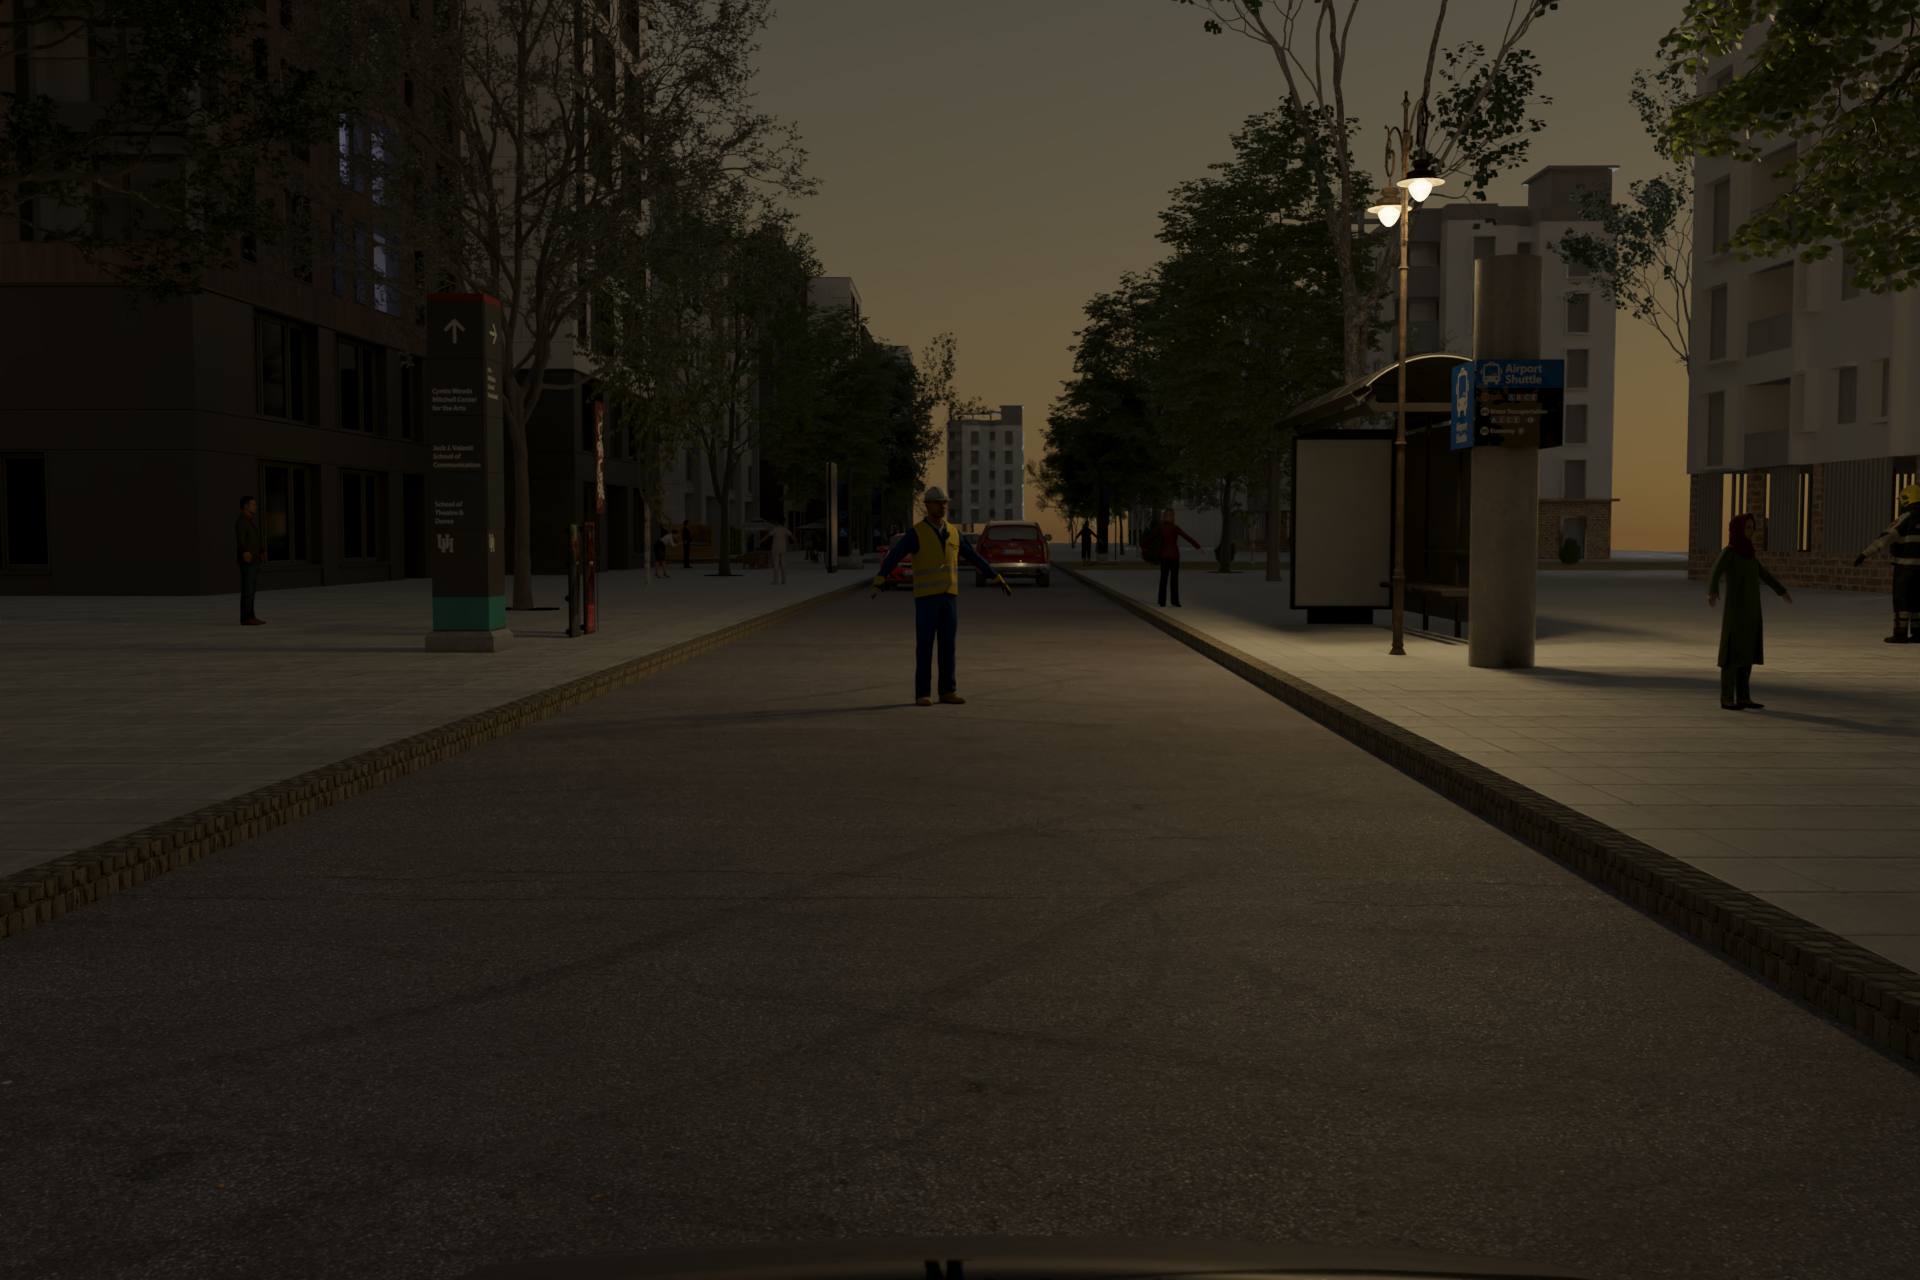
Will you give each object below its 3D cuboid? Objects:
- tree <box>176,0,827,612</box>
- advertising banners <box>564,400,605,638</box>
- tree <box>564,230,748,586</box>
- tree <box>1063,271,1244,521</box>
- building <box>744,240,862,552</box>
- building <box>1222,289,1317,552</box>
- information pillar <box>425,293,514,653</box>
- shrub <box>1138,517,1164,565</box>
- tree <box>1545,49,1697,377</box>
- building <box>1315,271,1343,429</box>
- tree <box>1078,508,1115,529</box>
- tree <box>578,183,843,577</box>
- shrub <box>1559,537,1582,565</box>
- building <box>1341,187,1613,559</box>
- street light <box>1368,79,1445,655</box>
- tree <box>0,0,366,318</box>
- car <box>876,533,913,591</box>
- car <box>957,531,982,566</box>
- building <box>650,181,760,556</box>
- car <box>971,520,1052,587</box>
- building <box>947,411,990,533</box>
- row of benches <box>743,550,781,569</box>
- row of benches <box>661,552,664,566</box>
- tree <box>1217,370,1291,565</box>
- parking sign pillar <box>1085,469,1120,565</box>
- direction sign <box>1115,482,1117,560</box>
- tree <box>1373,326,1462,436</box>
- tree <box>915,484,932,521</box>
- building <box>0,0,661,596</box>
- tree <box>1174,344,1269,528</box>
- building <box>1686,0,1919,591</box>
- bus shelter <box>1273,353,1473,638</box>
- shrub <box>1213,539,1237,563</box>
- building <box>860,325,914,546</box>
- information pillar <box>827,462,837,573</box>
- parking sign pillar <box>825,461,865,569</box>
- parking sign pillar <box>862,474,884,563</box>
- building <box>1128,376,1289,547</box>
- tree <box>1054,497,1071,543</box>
[{"bbox_3d":[-7.304,-7.230,28.582,12.009,13.543,11.850,0,3,0],"label":"tree"},{"bbox_3d":[-4.776,-1.591,22.199,0.090,3.025,2.074,0,4,2],"label":"advertising banners"},{"bbox_3d":[-7.458,-5.632,42.438,4.737,8.622,4.395,0,3,0],"label":"tree"},{"bbox_3d":[9.345,-10.749,82.407,9.857,13.997,8.962,0,3,0],"label":"tree"},{"bbox_3d":[-22.637,-17.851,135.841,27.936,21.610,32.646,0,4,0],"label":"building"},{"bbox_3d":[25.696,-17.024,134.754,16.016,20.090,11.380,0,4,1],"label":"building"},{"bbox_3d":[-5.402,-1.811,18.983,0.750,3.857,0.750,0,4,2],"label":"information pillar"},{"bbox_3d":[8.214,-4.153,72.322,1.690,2.028,1.600,0,3,0],"label":"shrub"},{"bbox_3d":[28.992,-13.107,70.185,12.611,20.169,13.585,0,3,0],"label":"tree"},{"bbox_3d":[29.484,-16.011,118.198,16.016,20.090,11.380,0,4,1],"label":"building"},{"bbox_3d":[21.128,-20.840,258.860,7.486,12.596,7.792,0,3,0],"label":"tree"},{"bbox_3d":[-7.269,-7.737,52.249,9.928,11.665,9.643,0,3,0],"label":"tree"},{"bbox_3d":[25.449,-3.738,72.237,1.383,1.207,1.383,0,3,0],"label":"shrub"},{"bbox_3d":[27.693,-14.973,101.221,16.016,20.090,11.380,0,4,1],"label":"building"},{"bbox_3d":[4.652,-2.780,18.234,0.468,5.910,1.993,0,4,2],"label":"street light"},{"bbox_3d":[-8.325,-4.807,12.999,7.601,10.594,8.767,-3,4,-37],"label":"tree"},{"bbox_3d":[-1.071,-2.216,45.276,2.155,1.783,4.494,0,4,2],"label":"car"},{"bbox_3d":[0.283,-3.705,69.618,2.155,1.783,4.494,0,4,1],"label":"car"},{"bbox_3d":[-21.925,-14.271,99.790,16.747,18.905,31.486,0,4,0],"label":"building"},{"bbox_3d":[1.450,-2.427,48.361,2.281,1.827,5.304,0,4,1],"label":"car"},{"bbox_3d":[-1.659,-24.426,258.249,11.380,20.090,16.016,0,4,2],"label":"building"},{"bbox_3d":[-7.407,-3.052,65.366,1.422,0.672,4.104,0,4,7],"label":"row of benches"},{"bbox_3d":[-13.977,-3.300,69.422,4.104,0.672,1.422,-1,4,-13],"label":"row of benches"},{"bbox_3d":[12.305,-7.502,73.016,4.360,8.622,3.978,0,3,0],"label":"tree"},{"bbox_3d":[5.978,-5.148,72.634,1.447,3.967,1.447,0,4,1],"label":"parking sign pillar"},{"bbox_3d":[6.755,-5.083,75.099,0.379,3.537,0.876,0,4,2],"label":"direction sign"},{"bbox_3d":[16.747,-6.832,62.063,4.737,8.622,4.395,0,3,0],"label":"tree"},{"bbox_3d":[-4.133,-18.662,255.490,4.360,8.622,3.978,0,3,0],"label":"tree"},{"bbox_3d":[-25.924,-12.690,51.462,27.936,21.610,32.646,0,4,1],"label":"building"},{"bbox_3d":[10.393,-7.111,66.623,4.737,8.622,4.395,0,3,0],"label":"tree"},{"bbox_3d":[25.165,-11.566,45.532,16.016,20.090,11.380,0,4,1],"label":"building"},{"bbox_3d":[5.439,-1.727,22.154,2.014,3.302,5.546,0,4,1],"label":"bus shelter"},{"bbox_3d":[11.435,-3.890,74.719,1.383,1.207,1.383,0,3,0],"label":"shrub"},{"bbox_3d":[-19.593,-20.917,185.961,27.936,21.610,32.646,0,4,1],"label":"building"},{"bbox_3d":[-4.242,-4.044,57.440,0.184,3.620,1.656,0,4,2],"label":"information pillar"},{"bbox_3d":[-4.230,-4.593,63.563,1.447,3.967,1.447,0,4,2],"label":"parking sign pillar"},{"bbox_3d":[-3.637,-5.405,76.846,1.447,3.967,1.447,0,4,1],"label":"parking sign pillar"},{"bbox_3d":[27.566,-19.583,186.646,16.747,18.905,31.486,0,4,2],"label":"building"},{"bbox_3d":[15.754,-18.460,252.174,4.737,8.622,4.395,0,3,0],"label":"tree"}]
